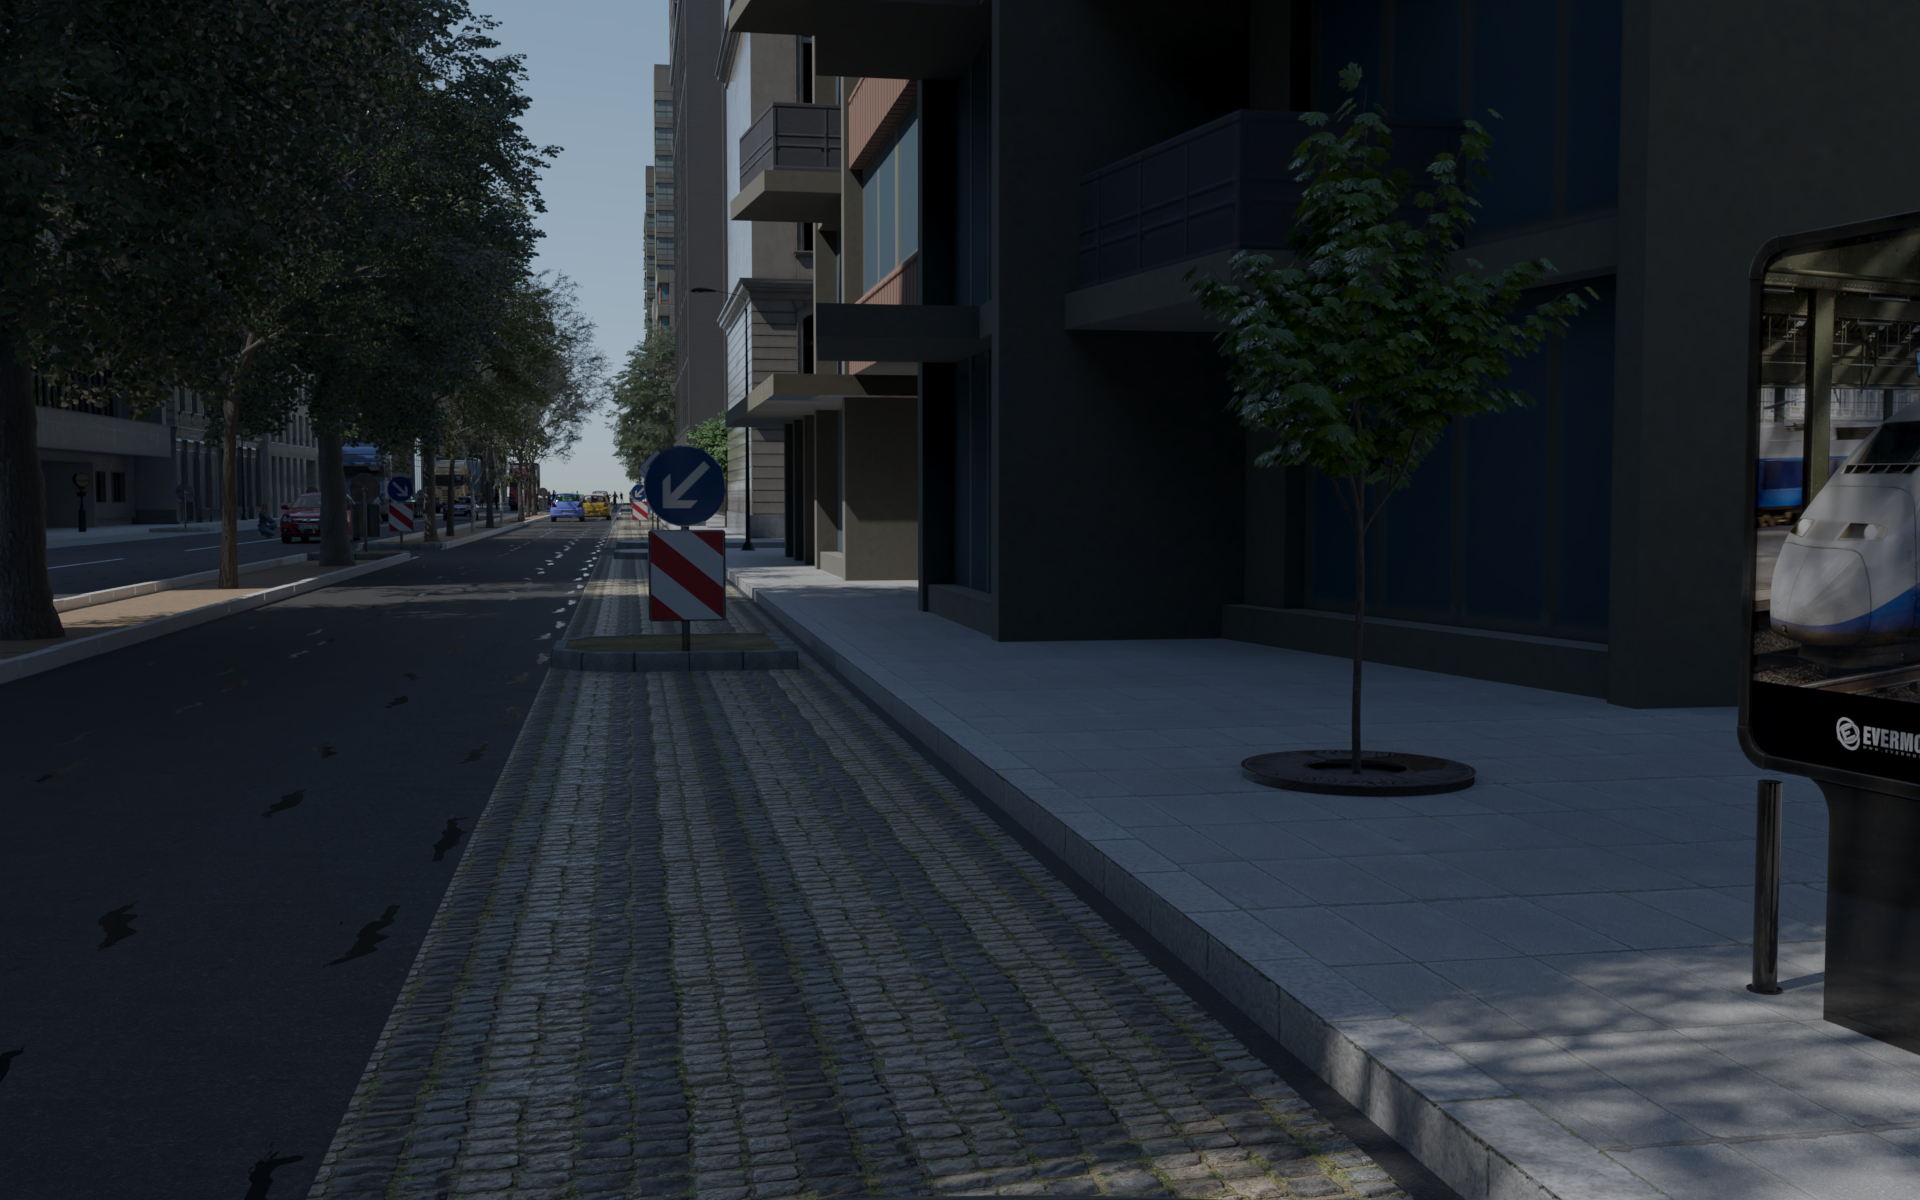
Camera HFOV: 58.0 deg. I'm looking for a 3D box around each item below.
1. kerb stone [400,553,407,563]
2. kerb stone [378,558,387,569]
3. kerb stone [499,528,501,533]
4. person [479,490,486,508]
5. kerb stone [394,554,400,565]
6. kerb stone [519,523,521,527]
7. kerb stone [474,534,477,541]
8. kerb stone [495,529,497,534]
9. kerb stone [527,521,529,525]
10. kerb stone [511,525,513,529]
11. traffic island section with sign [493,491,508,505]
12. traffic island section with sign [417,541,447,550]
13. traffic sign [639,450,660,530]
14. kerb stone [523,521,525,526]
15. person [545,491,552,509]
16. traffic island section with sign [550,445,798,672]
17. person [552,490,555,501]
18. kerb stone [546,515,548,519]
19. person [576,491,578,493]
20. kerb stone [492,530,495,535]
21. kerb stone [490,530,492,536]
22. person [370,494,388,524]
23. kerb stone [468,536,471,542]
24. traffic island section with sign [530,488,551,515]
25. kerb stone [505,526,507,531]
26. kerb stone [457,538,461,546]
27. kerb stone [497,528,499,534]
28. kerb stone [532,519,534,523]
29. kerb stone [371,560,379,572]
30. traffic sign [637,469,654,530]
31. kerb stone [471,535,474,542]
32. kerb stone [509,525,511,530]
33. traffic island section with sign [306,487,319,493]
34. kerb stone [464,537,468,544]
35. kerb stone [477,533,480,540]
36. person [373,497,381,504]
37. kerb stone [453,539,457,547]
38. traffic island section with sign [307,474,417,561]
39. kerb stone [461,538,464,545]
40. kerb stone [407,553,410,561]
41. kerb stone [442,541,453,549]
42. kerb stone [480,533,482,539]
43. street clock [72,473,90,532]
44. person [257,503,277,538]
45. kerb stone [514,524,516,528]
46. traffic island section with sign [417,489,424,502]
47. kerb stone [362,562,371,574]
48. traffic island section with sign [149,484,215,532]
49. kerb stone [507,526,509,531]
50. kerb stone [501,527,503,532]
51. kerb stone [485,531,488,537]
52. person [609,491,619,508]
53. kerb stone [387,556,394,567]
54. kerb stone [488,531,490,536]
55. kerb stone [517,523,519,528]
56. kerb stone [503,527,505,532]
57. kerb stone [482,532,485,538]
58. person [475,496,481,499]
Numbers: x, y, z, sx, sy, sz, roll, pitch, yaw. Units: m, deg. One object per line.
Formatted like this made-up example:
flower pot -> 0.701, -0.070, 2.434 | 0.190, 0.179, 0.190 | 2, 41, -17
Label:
kerb stone -> -11.707, -0.850, 36.097 | 0.120, 0.150, 1.000 | -1, 4, -11
kerb stone -> -11.130, -0.666, 33.081 | 0.120, 0.150, 1.000 | -1, 4, -11
kerb stone -> -16.828, -2.479, 62.810 | 0.120, 0.150, 1.000 | -1, 4, -11
person -> -49.532, -10.436, 179.227 | 1.348, 1.812, 0.705 | 1, 4, 9
kerb stone -> -11.519, -0.789, 35.093 | 0.120, 0.150, 1.000 | -1, 4, -11
kerb stone -> -18.945, -3.160, 73.881 | 0.120, 0.150, 1.000 | -1, 4, -11
kerb stone -> -14.891, -1.863, 52.715 | 0.120, 0.150, 1.000 | -1, 4, -11
kerb stone -> -16.439, -2.359, 60.788 | 0.120, 0.150, 1.000 | -1, 4, -11
kerb stone -> -20.112, -3.526, 79.919 | 0.120, 0.150, 1.000 | -1, 4, -11
kerb stone -> -17.981, -2.854, 68.853 | 0.120, 0.150, 1.000 | -1, 4, -11
traffic island section with sign -> -59.452, -13.095, 222.731 | 1.989, 1.847, 2.006 | -1, 4, -11
traffic island section with sign -> -14.583, -2.282, 45.440 | 2.006, 1.907, 1.989 | -1, 4, -11
traffic sign -> -6.821, -2.166, 39.059 | 0.795, 2.450, 0.064 | -1, 4, -11
kerb stone -> -19.526, -3.346, 76.907 | 0.120, 0.150, 1.000 | -1, 4, -11
person -> -39.224, -9.548, 165.343 | 1.217, 1.736, 0.721 | -1, 4, -12
traffic island section with sign -> -2.476, -0.378, 14.814 | 1.989, 1.847, 2.006 | -1, 4, -11
person -> -37.050, -9.150, 158.126 | 0.705, 1.821, 1.348 | 0, 3, 0
kerb stone -> -23.580, -4.640, 98.057 | 0.120, 0.150, 1.000 | -1, 4, -11
person -> -35.600, -9.281, 160.958 | 1.217, 1.735, 0.721 | 0, 4, 8
kerb stone -> -16.246, -2.296, 59.775 | 0.120, 0.150, 1.000 | -1, 4, -11
kerb stone -> -16.051, -2.237, 58.765 | 0.120, 0.150, 1.000 | -1, 4, -11
person -> -27.250, -4.476, 81.907 | 1.509, 1.804, 0.699 | -2, 4, -24
kerb stone -> -14.507, -1.744, 50.706 | 0.120, 0.150, 1.000 | -1, 4, -11
traffic island section with sign -> -28.737, -6.795, 119.238 | 2.006, 1.907, 1.989 | -1, 4, -11
kerb stone -> -17.404, -2.665, 65.834 | 0.120, 0.150, 1.000 | -1, 4, -11
kerb stone -> -13.923, -1.557, 47.689 | 0.120, 0.150, 1.000 | -1, 4, -11
kerb stone -> -16.628, -2.419, 61.794 | 0.120, 0.150, 1.000 | -1, 4, -11
kerb stone -> -20.877, -3.771, 83.951 | 0.120, 0.150, 1.000 | -1, 4, -11
kerb stone -> -10.935, -0.596, 32.078 | 0.120, 0.150, 1.000 | -1, 4, -11
traffic sign -> -8.324, -2.646, 46.902 | 0.795, 2.450, 0.064 | -1, 4, -11
kerb stone -> -14.699, -1.802, 51.710 | 0.120, 0.150, 1.000 | -1, 4, -11
kerb stone -> -17.792, -2.792, 67.843 | 0.120, 0.150, 1.000 | -1, 4, -11
traffic island section with sign -> -34.386, -5.094, 91.909 | 1.989, 1.847, 2.006 | -1, 4, -11
kerb stone -> -14.312, -1.681, 49.703 | 0.120, 0.150, 1.000 | -1, 4, -11
kerb stone -> -15.084, -1.928, 53.725 | 0.120, 0.150, 1.000 | -1, 4, -11
person -> -27.210, -4.302, 80.651 | 0.330, 1.601, 0.589 | 1, 4, 16
kerb stone -> -13.732, -1.496, 46.679 | 0.120, 0.150, 1.000 | -1, 4, -11
traffic island section with sign -> -13.198, -1.836, 38.163 | 2.006, 1.907, 1.989 | -1, 4, -11
kerb stone -> -14.122, -1.621, 48.698 | 0.120, 0.150, 1.000 | -1, 4, -11
kerb stone -> -11.905, -0.912, 37.100 | 0.120, 0.150, 1.000 | -1, 4, -11
kerb stone -> -13.547, -1.436, 45.674 | 0.120, 0.150, 1.000 | -1, 4, -11
kerb stone -> -15.280, -1.986, 54.734 | 0.120, 0.150, 1.000 | -1, 4, -11
street clock -> -29.592, -3.289, 58.350 | 0.358, 2.002, 0.471 | 3, 4, 37
person -> -22.591, -2.611, 56.688 | 0.738, 1.151, 1.012 | 0, 4, -7
kerb stone -> -18.373, -2.976, 70.859 | 0.120, 0.150, 1.000 | -1, 4, -11
traffic island section with sign -> -43.756, -8.085, 140.815 | 1.989, 1.847, 2.006 | -1, 4, -11
kerb stone -> -10.743, -0.542, 31.061 | 0.120, 0.150, 1.000 | -1, 4, -11
traffic island section with sign -> -29.284, -3.465, 65.286 | 1.989, 1.847, 2.006 | -1, 4, -11
kerb stone -> -17.598, -2.731, 66.840 | 0.120, 0.150, 1.000 | -1, 4, -11
kerb stone -> -17.023, -2.543, 63.822 | 0.120, 0.150, 1.000 | -1, 4, -11
kerb stone -> -15.664, -2.113, 56.745 | 0.120, 0.150, 1.000 | -1, 4, -11
person -> -34.713, -10.072, 173.909 | 0.721, 1.736, 1.217 | 3, 4, 39
kerb stone -> -11.321, -0.727, 34.090 | 0.120, 0.150, 1.000 | -1, 4, -11
kerb stone -> -15.865, -2.175, 57.754 | 0.120, 0.150, 1.000 | -1, 4, -11
kerb stone -> -18.756, -3.099, 72.867 | 0.120, 0.150, 1.000 | -1, 4, -11
kerb stone -> -17.214, -2.608, 64.829 | 0.120, 0.150, 1.000 | -1, 4, -11
kerb stone -> -15.475, -2.048, 55.737 | 0.120, 0.150, 1.000 | -1, 4, -11
person -> -46.570, -9.665, 166.604 | 1.350, 1.814, 0.705 | 3, 5, 39
